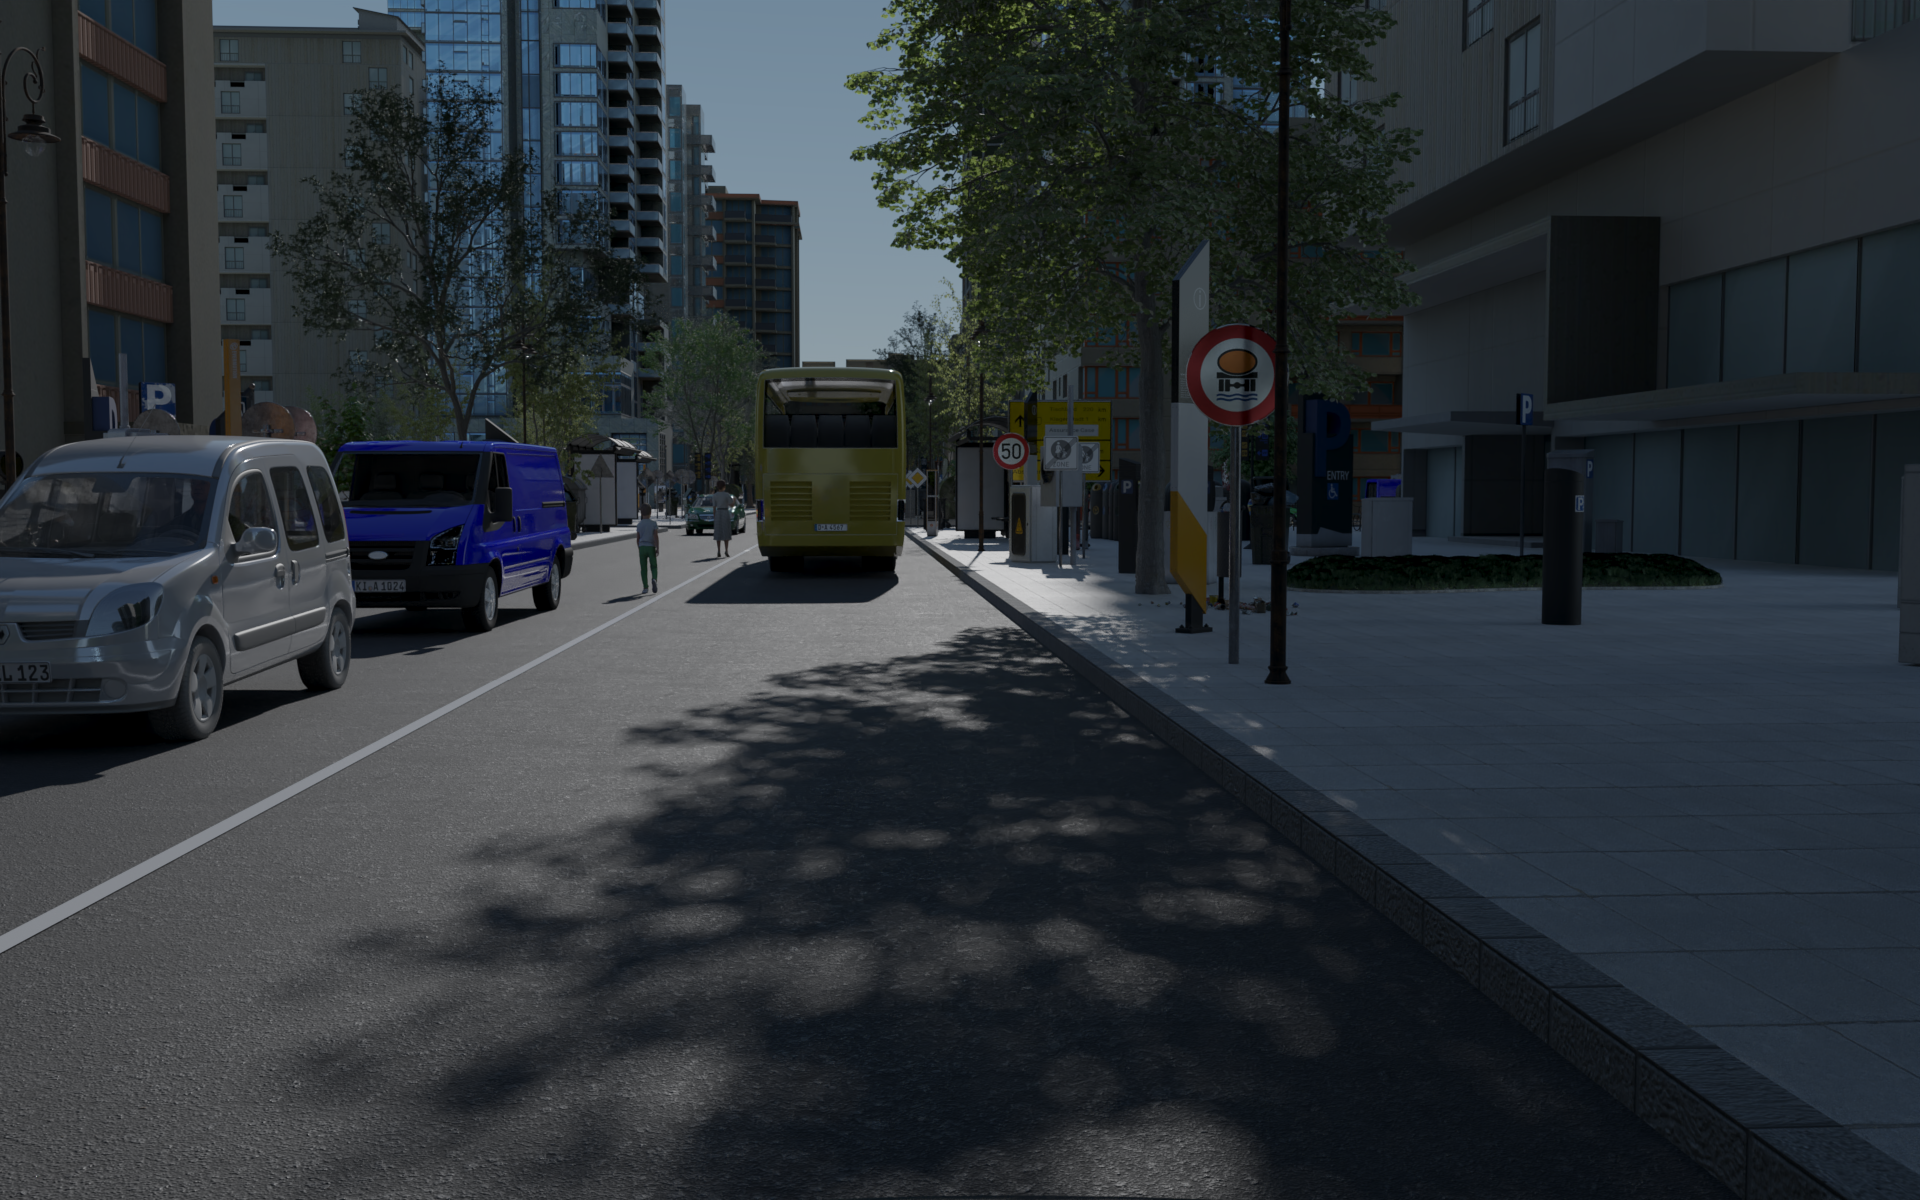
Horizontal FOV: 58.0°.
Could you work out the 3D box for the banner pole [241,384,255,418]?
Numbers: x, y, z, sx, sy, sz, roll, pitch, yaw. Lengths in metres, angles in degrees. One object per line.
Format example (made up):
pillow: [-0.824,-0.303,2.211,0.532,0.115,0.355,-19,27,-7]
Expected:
banner pole: [-16.148,-3.005,39.150,0.401,3.779,0.863,2,4,28]

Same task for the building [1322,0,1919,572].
building: [25.103,-27.520,39.184,28.713,52.752,27.495,0,4,-3]

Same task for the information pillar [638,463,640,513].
information pillar: [-22.142,-7.817,119.161,0.183,3.616,0.504,-1,4,-13]

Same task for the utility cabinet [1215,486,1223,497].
utility cabinet: [6.339,-2.250,45.471,1.173,1.500,0.318,-2,4,-25]

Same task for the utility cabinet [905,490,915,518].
utility cabinet: [-2.947,-5.147,92.837,1.173,1.500,0.318,-3,5,-42]

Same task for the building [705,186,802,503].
building: [-37.214,-36.318,248.423,28.867,44.769,22.147,0,4,-3]

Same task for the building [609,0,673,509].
building: [-37.764,-51.822,159.964,22.319,86.520,31.000,0,4,-3]

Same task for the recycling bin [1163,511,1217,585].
recycling bin: [3.282,-0.755,24.901,0.722,1.027,0.722,1,4,18]

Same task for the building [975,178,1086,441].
building: [8.245,-23.753,160.063,14.160,30.474,14.107,0,4,-3]

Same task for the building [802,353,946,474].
building: [-8.569,-25.007,253.895,28.899,21.520,27.650,0,4,-3]

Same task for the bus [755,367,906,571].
bus: [-2.553,-2.658,35.013,2.896,3.916,12.252,0,4,-4]

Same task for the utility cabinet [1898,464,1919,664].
utility cabinet: [7.455,-0.234,12.507,0.318,1.500,1.173,-2,4,-29]

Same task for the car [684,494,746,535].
car: [-8.744,-3.083,62.202,2.131,1.459,4.920,0,4,-2]

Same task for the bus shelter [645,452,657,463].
bus shelter: [-14.533,-4.996,75.613,2.014,3.302,5.546,0,4,-3]

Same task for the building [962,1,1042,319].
building: [8.864,-46.925,205.482,20.563,71.187,20.611,0,4,-3]

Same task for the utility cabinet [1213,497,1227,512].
utility cabinet: [4.731,-1.406,34.148,1.020,1.237,0.306,-1,4,-20]

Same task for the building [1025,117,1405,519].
building: [19.437,-15.493,98.347,28.899,21.520,27.650,0,4,-3]

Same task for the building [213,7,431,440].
building: [-72.754,-37.151,196.665,27.495,52.752,28.713,0,4,-3]

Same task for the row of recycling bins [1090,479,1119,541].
row of recycling bins: [4.462,-2.539,48.629,1.069,1.692,3.534,-1,4,-9]

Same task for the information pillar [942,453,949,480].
information pillar: [-0.828,-6.565,98.691,0.183,3.616,0.504,-3,5,-39]

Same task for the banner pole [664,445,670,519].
banner pole: [-15.080,-6.049,88.912,0.401,3.779,0.863,0,4,-7]

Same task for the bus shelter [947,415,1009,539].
bus shelter: [0.800,-3.269,47.378,2.014,3.302,5.546,0,4,-3]

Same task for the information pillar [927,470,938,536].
information pillar: [-0.837,-2.942,52.587,0.304,2.012,0.304,1,4,11]

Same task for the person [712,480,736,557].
person: [-5.360,-1.855,39.391,0.480,1.755,0.524,1,4,8]

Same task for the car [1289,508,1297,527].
car: [11.439,-3.671,68.809,4.718,1.807,1.959,0,4,-5]

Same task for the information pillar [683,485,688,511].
information pillar: [-21.139,-7.870,133.171,0.304,2.012,0.304,-2,4,-31]

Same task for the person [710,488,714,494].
person: [-10.392,-3.862,72.646,0.512,1.701,0.522,2,4,23]

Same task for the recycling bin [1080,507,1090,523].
recycling bin: [5.515,-3.995,77.878,0.722,1.027,0.722,-1,4,-21]

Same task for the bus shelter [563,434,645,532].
bus shelter: [-12.529,-4.100,60.952,2.014,3.302,5.546,0,4,-4]

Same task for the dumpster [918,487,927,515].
dumpster: [-1.955,-6.121,105.832,1.264,1.857,1.865,0,4,-3]

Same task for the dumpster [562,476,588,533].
dumpster: [-13.009,-3.133,56.985,1.264,1.857,1.865,0,4,-4]

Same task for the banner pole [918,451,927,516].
banner pole: [-2.218,-6.803,101.250,0.863,3.779,0.401,-3,5,-44]

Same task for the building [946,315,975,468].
building: [13.382,-20.641,182.520,27.650,21.520,28.899,0,4,-3]

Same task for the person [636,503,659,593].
person: [-4.489,-0.745,24.930,0.306,1.304,0.590,-1,4,-20]

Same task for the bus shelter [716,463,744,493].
bus shelter: [-17.703,-8.711,133.709,1.731,3.624,6.357,0,4,-3]

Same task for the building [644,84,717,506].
building: [-44.023,-35.599,201.650,30.456,49.044,23.786,0,4,-3]

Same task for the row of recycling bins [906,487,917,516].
row of recycling bins: [-3.136,-5.910,103.734,1.069,1.692,3.534,0,4,-5]

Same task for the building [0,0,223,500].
building: [-33.497,-23.746,42.872,28.867,44.769,22.147,0,4,-3]

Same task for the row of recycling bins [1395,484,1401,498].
row of recycling bins: [16.717,-3.412,62.901,1.069,1.692,3.534,3,4,36]

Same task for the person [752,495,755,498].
person: [-27.551,-13.413,227.880,0.705,1.814,1.350,3,4,37]

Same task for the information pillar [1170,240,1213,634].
information pillar: [2.115,-1.501,15.895,0.183,3.616,0.504,3,5,42]

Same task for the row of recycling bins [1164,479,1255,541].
row of recycling bins: [7.274,-2.499,47.967,3.534,1.692,1.069,2,4,32]

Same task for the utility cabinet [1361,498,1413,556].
utility cabinet: [7.802,-1.254,31.672,1.020,1.237,0.306,-2,4,-30]

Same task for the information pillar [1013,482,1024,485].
information pillar: [1.528,-2.440,44.380,0.304,2.012,0.304,2,4,35]

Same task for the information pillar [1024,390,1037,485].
information pillar: [1.508,-2.784,36.870,0.183,3.616,0.504,2,4,29]

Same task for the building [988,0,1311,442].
building: [14.455,-50.121,132.150,22.319,86.520,31.000,0,4,-3]
